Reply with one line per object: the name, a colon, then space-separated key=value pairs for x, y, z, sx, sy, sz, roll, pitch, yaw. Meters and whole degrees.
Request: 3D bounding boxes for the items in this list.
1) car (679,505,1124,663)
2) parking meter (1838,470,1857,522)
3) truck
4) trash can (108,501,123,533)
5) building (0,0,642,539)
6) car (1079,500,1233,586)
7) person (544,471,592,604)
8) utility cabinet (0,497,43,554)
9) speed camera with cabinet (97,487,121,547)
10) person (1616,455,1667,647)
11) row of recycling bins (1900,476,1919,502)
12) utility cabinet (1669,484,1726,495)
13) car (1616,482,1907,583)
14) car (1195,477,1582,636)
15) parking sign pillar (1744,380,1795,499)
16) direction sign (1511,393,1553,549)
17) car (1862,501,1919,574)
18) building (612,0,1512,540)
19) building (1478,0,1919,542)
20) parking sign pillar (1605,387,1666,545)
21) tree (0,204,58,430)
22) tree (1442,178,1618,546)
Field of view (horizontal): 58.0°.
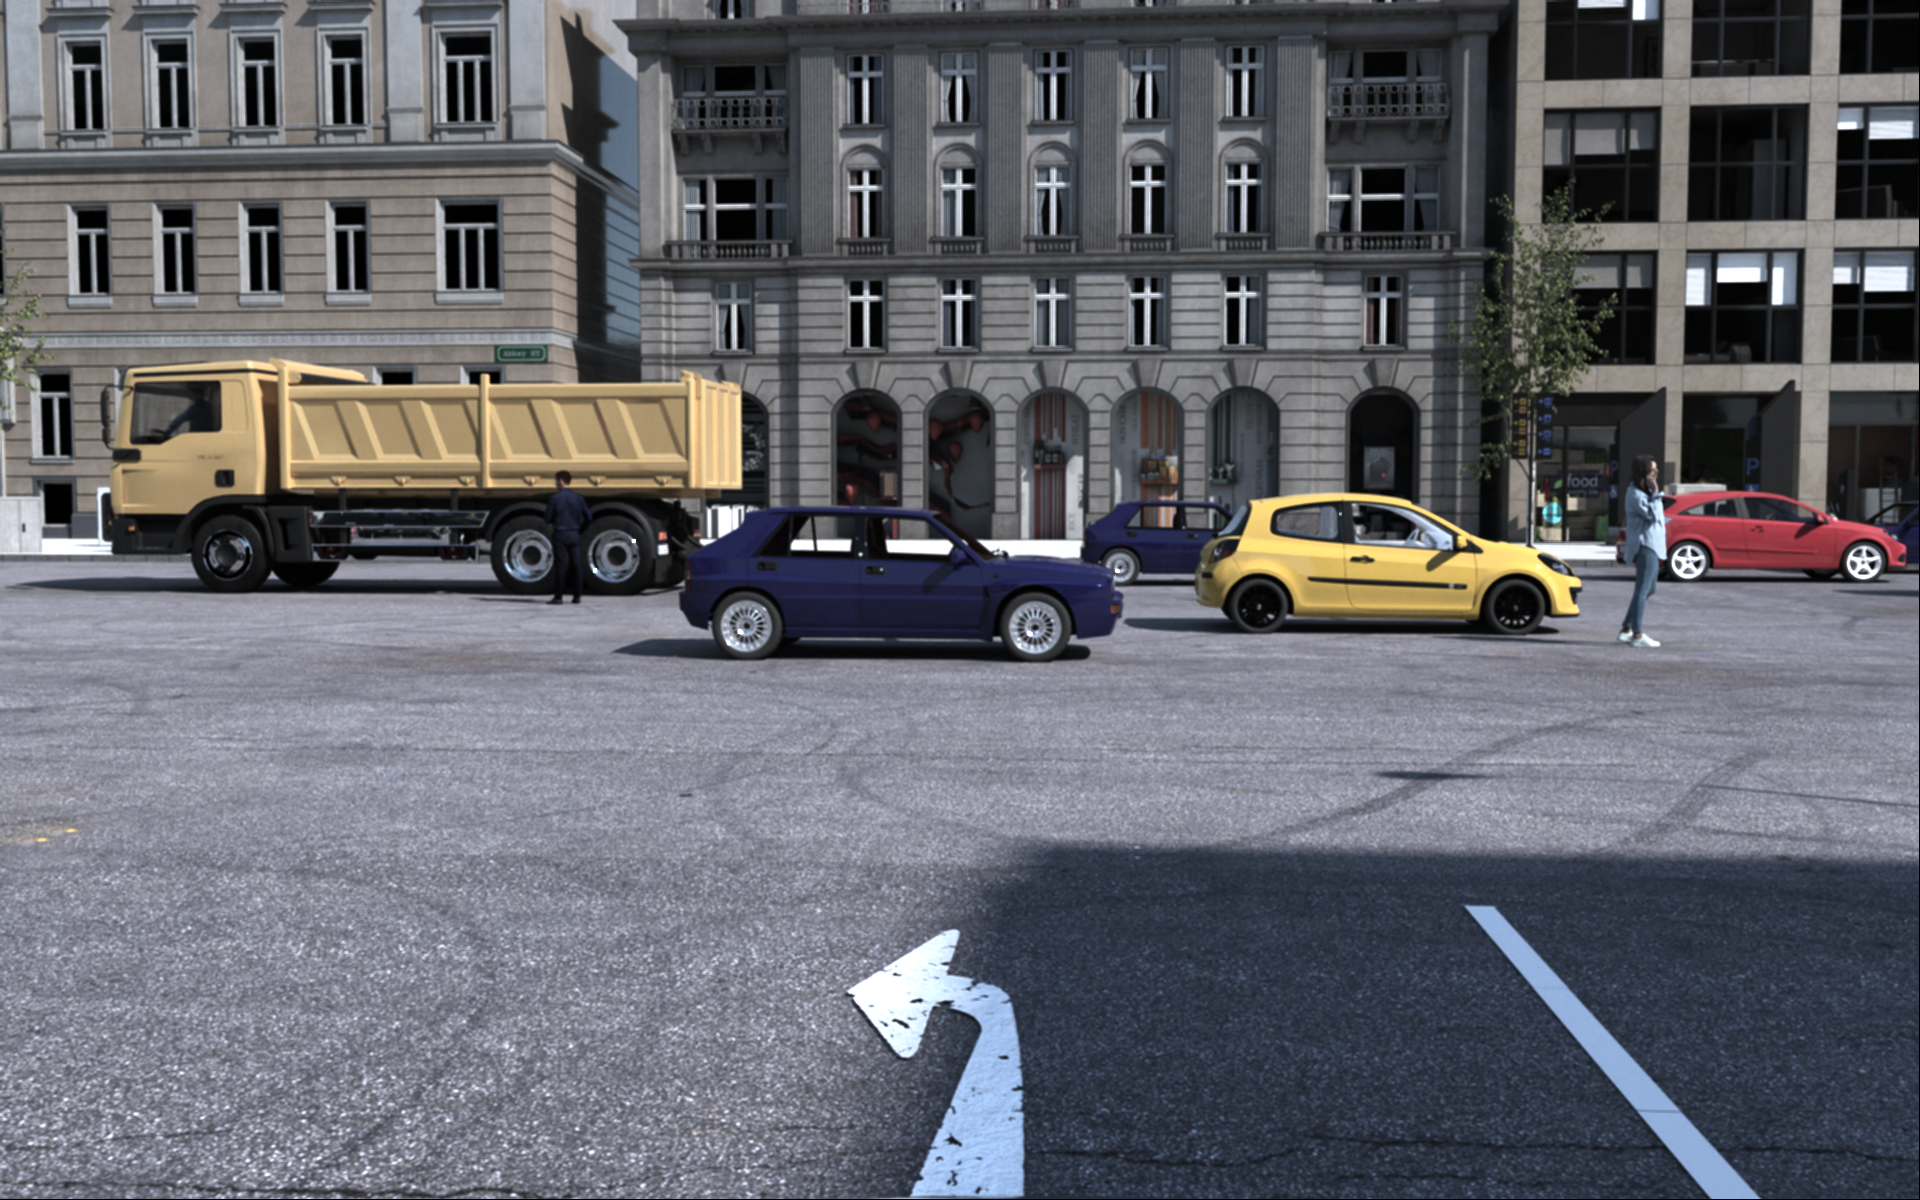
car: x=-0.480 y=-0.185 z=15.609 sx=3.894 sy=1.354 sz=1.945 roll=0 pitch=4 yaw=4
parking meter: x=21.351 y=-2.200 z=41.688 sx=0.255 sy=1.863 sz=0.399 roll=0 pitch=4 yaw=4
truck: x=-8.303 y=-1.828 z=25.817 sx=9.791 sy=3.379 sz=3.469 roll=0 pitch=4 yaw=6
trash can: x=-18.487 y=-1.636 z=38.402 sx=0.748 sy=1.137 sz=0.748 roll=0 pitch=3 yaw=0
building: x=-20.320 y=-16.422 z=54.396 sx=20.117 sy=28.700 sz=13.634 roll=0 pitch=4 yaw=5
car: x=3.848 y=-0.916 z=27.557 sx=3.894 sy=1.354 sz=1.945 roll=0 pitch=4 yaw=5
person: x=-5.174 y=-0.822 z=22.650 sx=0.504 sy=1.737 sz=0.576 roll=3 pitch=5 yaw=39
utility cabinet: x=-20.486 y=-1.613 z=37.536 sx=1.020 sy=1.237 sz=0.306 roll=-1 pitch=4 yaw=-20
speed camera with cabinet: x=-20.000 y=-2.937 z=42.364 sx=2.038 sy=3.252 sz=0.660 roll=0 pitch=4 yaw=2
person: x=6.396 y=-0.459 z=16.267 sx=0.793 sy=1.790 sz=0.793 roll=0 pitch=4 yaw=-5
row of recycling bins: x=21.868 y=-1.860 z=37.521 sx=1.069 sy=1.692 sz=3.534 roll=-1 pitch=4 yaw=-15
utility cabinet: x=15.798 y=-1.740 z=37.120 sx=1.173 sy=1.500 sz=0.318 roll=-1 pitch=4 yaw=-11
car: x=13.292 y=-1.205 z=28.750 sx=4.494 sy=1.783 sz=2.155 roll=0 pitch=4 yaw=4
car: x=4.504 y=-0.499 z=18.385 sx=3.980 sy=1.641 sz=2.015 roll=0 pitch=4 yaw=4
parking sign pillar: x=19.024 y=-3.196 z=40.735 sx=1.447 sy=3.967 sz=1.447 roll=-2 pitch=4 yaw=-33
direction sign: x=12.791 y=-2.862 z=38.796 sx=0.876 sy=3.537 sz=0.379 roll=0 pitch=4 yaw=8
car: x=17.519 y=-1.162 z=31.585 sx=3.894 sy=1.354 sz=1.945 roll=0 pitch=4 yaw=4
building: x=3.060 y=-12.918 z=53.003 sx=24.055 sy=21.916 sz=13.314 roll=0 pitch=4 yaw=5
building: x=32.361 y=-15.215 z=53.287 sx=34.151 sy=26.468 sz=19.350 roll=0 pitch=4 yaw=5
parking sign pillar: x=17.059 y=-3.375 z=43.647 sx=1.447 sy=3.967 sz=1.447 roll=-1 pitch=4 yaw=-13
tree: x=-24.048 y=-5.562 z=41.296 sx=4.737 sy=8.622 sz=4.395 roll=0 pitch=3 yaw=0
tree: x=13.598 y=-5.558 z=41.243 sx=4.737 sy=8.622 sz=4.395 roll=0 pitch=3 yaw=0
